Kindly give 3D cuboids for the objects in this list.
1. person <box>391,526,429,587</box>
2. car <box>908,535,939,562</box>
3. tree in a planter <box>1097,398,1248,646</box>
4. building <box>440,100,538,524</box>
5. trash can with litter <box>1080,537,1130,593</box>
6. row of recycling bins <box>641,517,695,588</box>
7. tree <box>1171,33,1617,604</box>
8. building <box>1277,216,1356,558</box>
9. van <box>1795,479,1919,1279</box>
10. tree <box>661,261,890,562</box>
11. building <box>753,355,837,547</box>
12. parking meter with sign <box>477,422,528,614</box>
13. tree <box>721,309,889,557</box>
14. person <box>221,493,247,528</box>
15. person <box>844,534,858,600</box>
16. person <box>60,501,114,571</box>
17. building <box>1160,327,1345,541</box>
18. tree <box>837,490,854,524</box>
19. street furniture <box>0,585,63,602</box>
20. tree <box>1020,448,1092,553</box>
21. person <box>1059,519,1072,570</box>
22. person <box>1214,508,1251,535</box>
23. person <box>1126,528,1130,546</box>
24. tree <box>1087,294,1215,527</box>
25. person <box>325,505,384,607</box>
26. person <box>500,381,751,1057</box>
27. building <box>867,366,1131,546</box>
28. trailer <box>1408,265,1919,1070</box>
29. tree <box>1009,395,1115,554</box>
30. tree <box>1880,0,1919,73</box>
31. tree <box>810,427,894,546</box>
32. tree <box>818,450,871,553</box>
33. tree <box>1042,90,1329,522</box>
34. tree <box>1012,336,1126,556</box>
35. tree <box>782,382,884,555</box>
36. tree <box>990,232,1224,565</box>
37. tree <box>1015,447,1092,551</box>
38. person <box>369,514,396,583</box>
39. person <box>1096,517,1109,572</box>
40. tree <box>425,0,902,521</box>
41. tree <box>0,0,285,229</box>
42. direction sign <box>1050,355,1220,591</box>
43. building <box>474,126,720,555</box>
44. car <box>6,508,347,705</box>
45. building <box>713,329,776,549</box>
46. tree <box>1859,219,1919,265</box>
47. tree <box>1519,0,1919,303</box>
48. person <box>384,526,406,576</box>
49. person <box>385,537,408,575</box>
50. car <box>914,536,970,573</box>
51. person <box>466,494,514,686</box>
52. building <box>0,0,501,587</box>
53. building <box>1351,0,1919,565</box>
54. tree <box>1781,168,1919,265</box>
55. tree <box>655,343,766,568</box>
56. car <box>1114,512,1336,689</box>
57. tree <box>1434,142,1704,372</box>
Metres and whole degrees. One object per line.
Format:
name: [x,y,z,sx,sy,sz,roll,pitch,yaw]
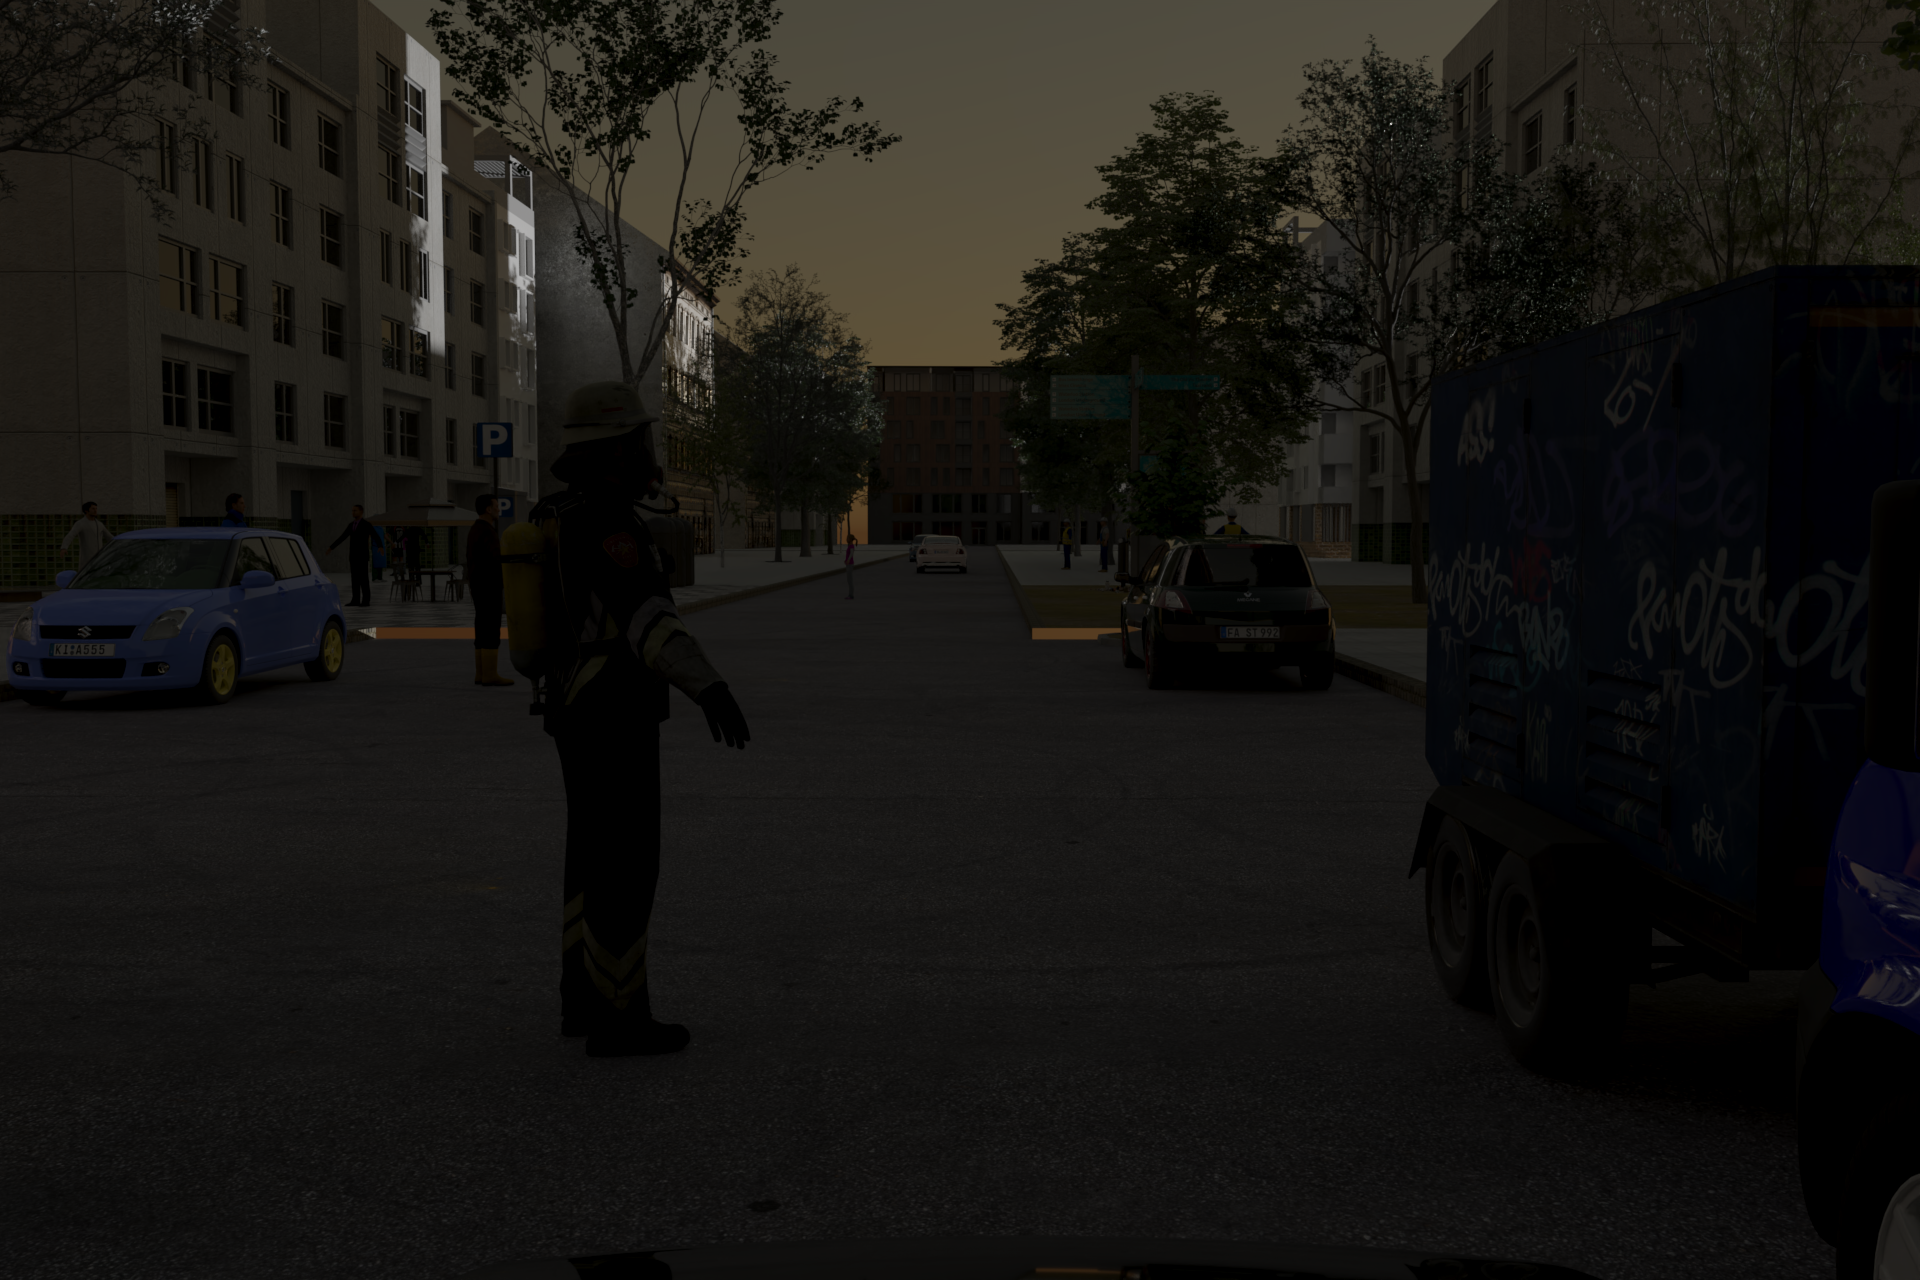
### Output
person: [-13.348,-2.166,42.130,0.721,1.740,1.216,2,4,27]
car: [-1.681,-4.753,89.720,2.014,1.417,4.499,0,4,1]
tree in a planter: [2.825,-1.561,22.744,1.991,3.239,1.994,0,4,1]
building: [-27.116,-13.494,77.048,16.016,20.090,11.380,0,4,1]
trash can with litter: [3.572,-1.687,38.636,1.678,1.210,2.233,0,4,0]
row of recycling bins: [-7.117,-2.162,42.468,1.069,1.692,3.534,0,4,0]
tree: [8.390,-5.969,32.013,8.767,10.594,7.601,-1,4,-23]
building: [24.516,-15.152,104.154,16.016,20.090,11.380,0,4,1]
van: [2.218,0.237,0.509,2.240,2.365,5.245,0,4,1]
tree: [-8.240,-10.279,78.427,12.009,13.543,11.850,0,3,0]
building: [-23.158,-19.601,186.941,16.747,18.905,31.486,0,4,2]
parking meter with sign: [-7.240,-1.937,27.933,0.543,3.016,1.738,0,4,1]
tree: [-8.741,-11.661,97.310,9.857,13.997,8.962,0,3,0]
person: [-9.656,-1.053,23.197,0.704,1.831,1.345,-1,4,-9]
person: [-2.470,-1.606,37.988,0.599,1.433,0.991,0,4,-7]
person: [-14.014,-1.334,27.995,0.705,1.806,1.347,1,4,21]
building: [26.453,-17.758,156.800,16.747,18.905,31.486,0,4,1]
tree: [-16.489,-18.208,215.821,7.486,12.596,7.792,0,3,0]
street furniture: [-22.809,-1.545,32.114,9.812,1.723,11.010,2,4,27]
tree: [7.867,-11.889,120.143,9.928,11.665,9.643,0,3,0]
person: [3.830,-3.454,62.438,0.705,1.833,1.349,-1,4,-12]
person: [5.034,-1.582,32.335,1.216,1.772,0.721,-1,4,-9]
person: [5.996,-3.270,59.238,0.705,1.858,1.354,2,4,25]
tree: [6.146,-6.292,53.231,4.360,8.622,3.978,0,3,0]
person: [-10.646,-1.492,30.620,1.346,1.802,0.704,2,4,26]
person: [-0.962,0.206,4.872,0.705,1.856,1.354,-2,4,-30]
building: [4.696,-22.827,219.651,32.646,21.610,27.936,0,4,-2]
trailer: [2.201,0.085,5.660,1.471,1.999,3.904,0,3,0]
tree: [7.143,-11.277,110.131,9.928,11.665,9.643,0,3,0]
tree: [8.540,-5.533,8.600,7.486,12.596,7.792,0,3,0]
tree: [-8.357,-11.713,125.921,7.601,10.594,8.767,-2,4,-31]
tree: [-8.098,-10.182,116.835,4.360,8.622,3.978,0,3,0]
tree: [5.943,-7.788,45.454,7.486,12.596,7.792,0,3,0]
tree: [6.512,-11.034,98.533,7.486,12.596,7.792,0,3,0]
tree: [-8.295,-11.169,108.368,9.928,11.665,9.643,0,3,0]
tree: [5.998,-10.080,71.457,9.857,13.997,8.962,0,3,0]
tree: [7.719,-11.968,130.094,7.601,10.594,8.767,-2,4,-24]
person: [-15.412,-2.434,45.918,0.704,1.817,1.347,1,4,12]
person: [4.804,-3.193,58.057,0.705,1.847,1.347,0,4,-7]
tree: [-8.131,-11.805,48.897,12.611,20.169,13.585,0,3,0]
tree: [-12.543,-6.562,17.660,12.009,13.543,11.850,0,3,0]
direction sign: [2.608,-2.243,25.434,2.525,3.948,1.411,0,4,1]
building: [-25.225,-16.630,102.835,19.493,23.208,18.063,0,4,0]
car: [-6.983,-0.371,15.655,1.945,1.707,3.694,0,4,1]
building: [-27.251,-19.939,156.931,19.493,23.208,18.063,0,4,2]
tree: [21.962,-5.568,41.398,4.360,8.622,3.978,0,3,0]
tree: [8.741,-4.157,18.331,4.360,8.622,3.978,0,3,0]
person: [-17.210,-2.862,52.941,0.704,1.843,1.345,3,5,42]
person: [-17.690,-2.786,54.818,0.991,1.433,0.599,-1,4,-21]
car: [-0.673,-3.180,64.351,2.083,1.381,4.827,0,4,0]
person: [-4.450,-0.479,16.428,0.704,1.812,1.346,-2,4,-33]
building: [-27.924,-11.647,56.894,16.747,18.905,31.486,0,4,1]
building: [26.327,-12.130,64.780,16.747,18.905,31.486,0,4,1]
tree: [18.225,-5.107,33.866,4.737,8.622,4.395,0,3,0]
tree: [-9.238,-7.074,66.017,4.737,8.622,4.395,0,3,0]
car: [2.591,-0.464,17.371,2.009,1.686,4.222,0,4,1]
tree: [15.104,-6.579,41.972,7.601,10.594,8.767,0,4,6]
